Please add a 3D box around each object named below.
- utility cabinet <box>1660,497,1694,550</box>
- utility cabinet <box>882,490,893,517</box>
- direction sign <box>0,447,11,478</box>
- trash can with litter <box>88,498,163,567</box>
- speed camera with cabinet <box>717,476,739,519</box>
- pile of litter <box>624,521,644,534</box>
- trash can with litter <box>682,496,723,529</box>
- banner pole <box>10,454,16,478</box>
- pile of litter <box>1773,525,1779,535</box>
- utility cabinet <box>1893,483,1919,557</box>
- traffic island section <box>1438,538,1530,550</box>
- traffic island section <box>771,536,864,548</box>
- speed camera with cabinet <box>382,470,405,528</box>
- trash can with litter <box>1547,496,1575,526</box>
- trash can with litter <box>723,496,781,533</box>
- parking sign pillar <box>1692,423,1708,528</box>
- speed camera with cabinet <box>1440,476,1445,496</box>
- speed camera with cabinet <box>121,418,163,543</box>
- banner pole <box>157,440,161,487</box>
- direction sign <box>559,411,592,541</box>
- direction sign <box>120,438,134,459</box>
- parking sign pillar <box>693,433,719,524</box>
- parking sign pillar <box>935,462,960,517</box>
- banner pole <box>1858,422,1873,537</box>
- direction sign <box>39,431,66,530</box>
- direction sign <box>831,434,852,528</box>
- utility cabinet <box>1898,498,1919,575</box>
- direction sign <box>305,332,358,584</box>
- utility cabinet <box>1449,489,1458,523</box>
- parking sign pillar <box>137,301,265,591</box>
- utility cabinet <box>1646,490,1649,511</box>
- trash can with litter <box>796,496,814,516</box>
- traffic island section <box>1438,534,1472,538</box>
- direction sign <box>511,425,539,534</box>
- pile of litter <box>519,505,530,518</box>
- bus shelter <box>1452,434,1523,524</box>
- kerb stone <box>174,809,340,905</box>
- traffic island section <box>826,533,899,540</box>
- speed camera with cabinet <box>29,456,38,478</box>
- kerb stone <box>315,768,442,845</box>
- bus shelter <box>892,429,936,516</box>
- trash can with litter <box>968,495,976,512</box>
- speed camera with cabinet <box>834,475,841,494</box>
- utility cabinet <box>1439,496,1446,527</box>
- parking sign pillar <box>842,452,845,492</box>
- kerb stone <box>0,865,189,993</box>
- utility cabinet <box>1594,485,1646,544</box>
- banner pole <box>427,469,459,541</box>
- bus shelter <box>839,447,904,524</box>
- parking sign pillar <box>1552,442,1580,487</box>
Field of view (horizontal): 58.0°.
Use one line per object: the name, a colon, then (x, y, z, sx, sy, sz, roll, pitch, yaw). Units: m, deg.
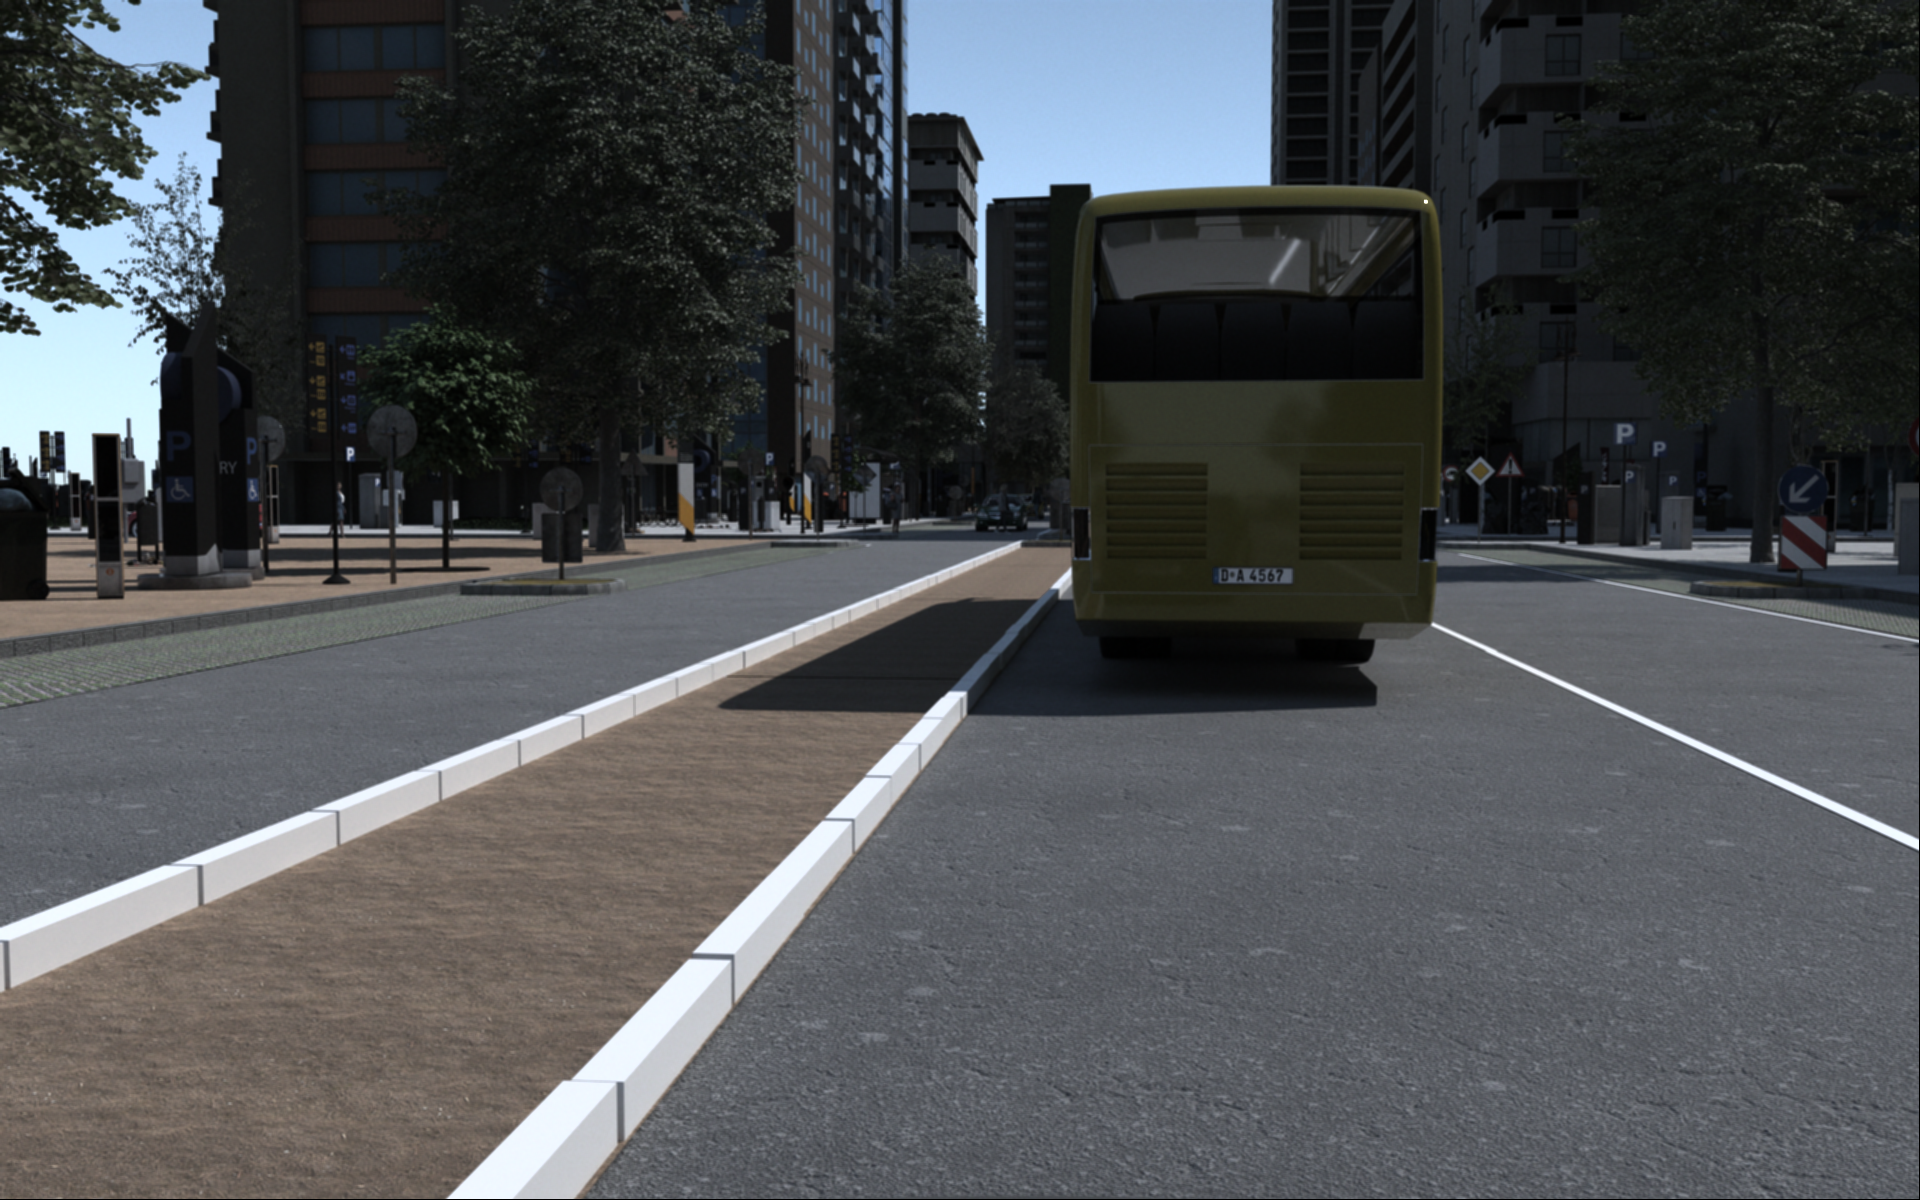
utility cabinet: (16.674, -1.783, 40.313, 0.306, 1.237, 1.020, 0, 4, -3)
utility cabinet: (-3.893, -5.324, 95.719, 1.173, 1.500, 0.318, -3, 5, -41)
direction sign: (-46.132, -5.588, 83.356, 0.379, 3.537, 0.876, 2, 4, 34)
trash can with litter: (-15.036, -1.239, 31.310, 1.678, 1.210, 2.233, 1, 4, 11)
speed camera with cabinet: (-11.194, -5.443, 83.329, 2.038, 3.252, 0.660, 0, 4, -2)
pile of litter: (-10.935, -2.588, 56.281, 1.176, 0.858, 1.719, -2, 4, -30)
trash can with litter: (-9.368, -3.287, 64.798, 2.233, 1.210, 1.678, 0, 4, 8)
banner pole: (-58.646, -7.166, 107.174, 0.863, 3.779, 0.401, 1, 4, 13)
pile of litter: (26.305, -2.527, 55.276, 1.719, 0.858, 1.176, -3, 5, -40)
utility cabinet: (19.037, -1.559, 34.174, 0.318, 1.500, 1.173, -1, 4, -17)
traffic island section: (13.721, -1.435, 45.742, 2.009, 0.180, 2.903, 0, 4, 6)
traffic island section: (-3.922, -1.549, 47.600, 2.009, 0.180, 2.903, 0, 4, 6)
speed camera with cabinet: (-21.965, -4.457, 67.200, 0.660, 3.252, 2.038, -1, 4, -10)
trash can with litter: (24.055, -3.630, 70.406, 2.233, 1.210, 1.678, 1, 4, 15)
trash can with litter: (-6.893, -2.910, 58.643, 1.678, 1.210, 2.233, 0, 4, 2)
parking sign pillar: (27.951, -4.701, 65.330, 1.447, 3.967, 1.447, 1, 4, 21)
speed camera with cabinet: (22.199, -5.288, 80.796, 0.660, 3.252, 2.038, 1, 4, 22)
speed camera with cabinet: (-21.213, -3.143, 45.727, 2.038, 3.252, 0.660, -3, 5, -40)
banner pole: (-32.481, -4.944, 70.849, 0.863, 3.779, 0.401, 2, 4, 25)
direction sign: (-10.470, -3.378, 47.235, 0.876, 3.537, 0.379, 0, 4, -1)
direction sign: (-33.619, -4.749, 69.646, 0.876, 3.537, 0.379, 0, 4, 7)
parking sign pillar: (-11.255, -5.332, 75.652, 1.447, 3.967, 1.447, 2, 4, 31)
parking sign pillar: (-0.718, -6.751, 98.850, 1.447, 3.967, 1.447, 0, 4, 5)
banner pole: (27.092, -3.773, 51.699, 0.401, 3.779, 0.863, 2, 4, 26)
direction sign: (-32.714, -4.312, 62.499, 0.379, 3.537, 0.876, 2, 4, 35)
direction sign: (-4.455, -4.470, 65.088, 0.876, 3.537, 0.379, -2, 4, -32)
utility cabinet: (15.368, -0.983, 27.235, 1.020, 1.237, 0.306, 3, 5, 41)
direction sign: (-8.933, -2.001, 24.708, 0.379, 3.537, 0.876, 2, 4, 29)
utility cabinet: (21.737, -4.136, 76.308, 0.318, 1.500, 1.173, 1, 4, 13)
parking sign pillar: (-10.481, -2.150, 23.619, 1.447, 3.967, 1.447, -1, 4, -9)
utility cabinet: (36.620, -5.199, 93.675, 1.173, 1.500, 0.318, 0, 4, 3)
trash can with litter: (-9.216, -5.621, 103.291, 1.055, 1.170, 0.624, -2, 4, -24)
traffic island section: (14.558, -1.921, 53.684, 2.009, 0.180, 2.903, 0, 4, 6)
direction sign: (-14.146, -3.935, 56.338, 0.876, 3.537, 0.379, 0, 4, -2)
pile of litter: (-17.172, -3.379, 69.208, 1.176, 0.858, 1.719, -1, 4, -11)
bus shelter: (21.412, -4.842, 70.447, 1.731, 3.624, 6.357, 0, 4, 6)
kerb stone: (-2.627, 0.960, 6.498, 0.120, 0.150, 1.000, 0, 4, 6)
traffic island section: (-3.085, -2.034, 55.542, 2.009, 0.180, 2.903, 0, 4, 6)
speed camera with cabinet: (-48.426, -5.782, 88.864, 2.038, 3.252, 0.660, 0, 4, 2)
kerb stone: (-2.522, 0.897, 7.523, 0.120, 0.150, 1.000, 0, 4, 6)
bus shelter: (-2.628, -7.630, 102.377, 2.179, 5.291, 8.768, 0, 4, 6)
trash can with litter: (1.128, -7.020, 125.837, 2.233, 1.210, 1.678, 1, 4, 11)
speed camera with cabinet: (-8.415, -7.942, 124.190, 0.660, 3.252, 2.038, 2, 4, 35)
utility cabinet: (18.700, -3.511, 68.567, 0.306, 1.237, 1.020, -3, 5, -41)
parking sign pillar: (-6.891, -7.456, 110.385, 1.447, 3.967, 1.447, -3, 4, -38)
kerb stone: (-2.740, 1.022, 5.483, 0.120, 0.150, 1.000, 0, 4, 6)
utility cabinet: (16.796, -2.175, 44.244, 1.173, 1.500, 0.318, 0, 4, -4)
banner pole: (-14.296, -3.533, 47.783, 0.863, 3.779, 0.401, -1, 4, -11)
bus shelter: (-3.859, -5.056, 76.597, 2.014, 3.302, 5.546, 0, 4, 6)
parking sign pillar: (31.241, -6.169, 89.334, 1.447, 3.967, 1.447, 1, 4, 11)
